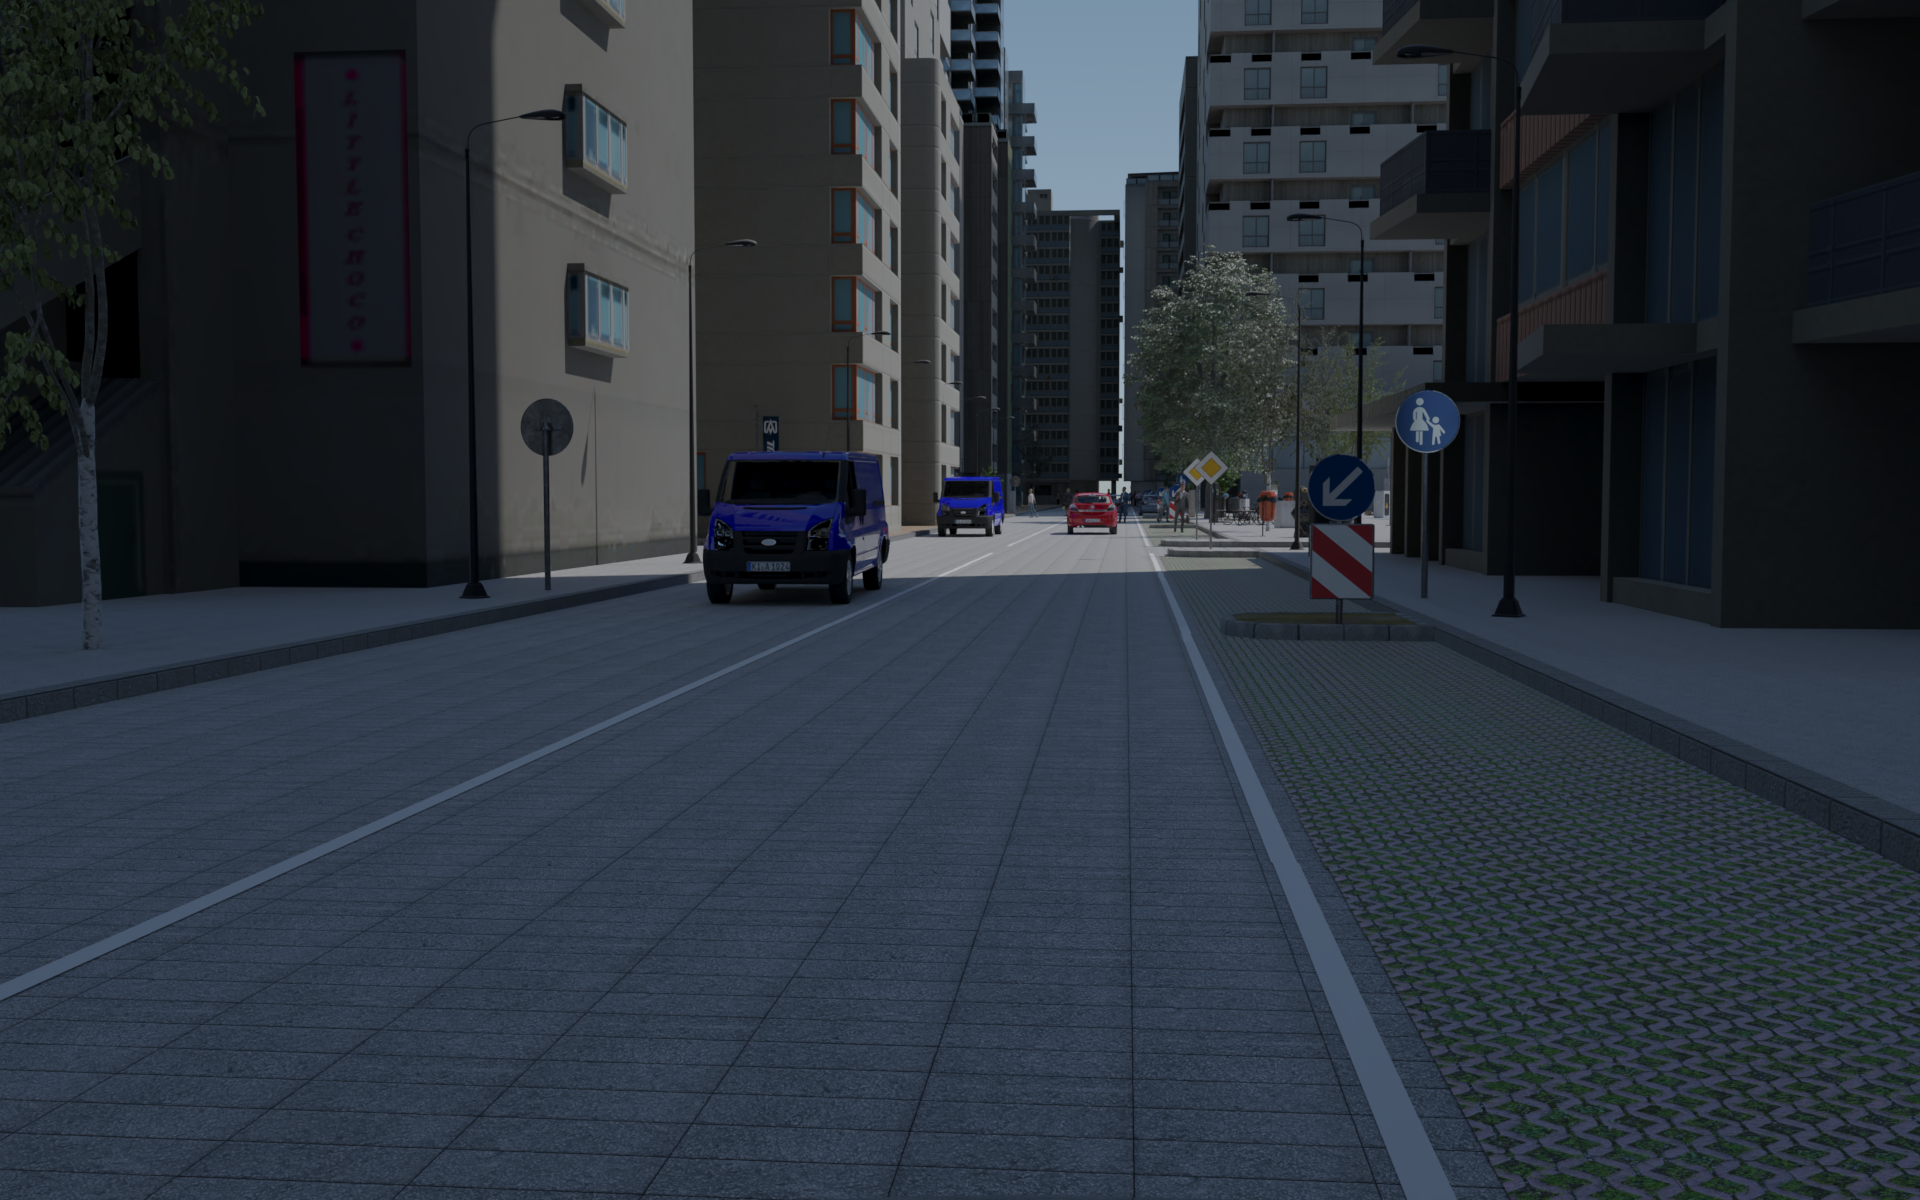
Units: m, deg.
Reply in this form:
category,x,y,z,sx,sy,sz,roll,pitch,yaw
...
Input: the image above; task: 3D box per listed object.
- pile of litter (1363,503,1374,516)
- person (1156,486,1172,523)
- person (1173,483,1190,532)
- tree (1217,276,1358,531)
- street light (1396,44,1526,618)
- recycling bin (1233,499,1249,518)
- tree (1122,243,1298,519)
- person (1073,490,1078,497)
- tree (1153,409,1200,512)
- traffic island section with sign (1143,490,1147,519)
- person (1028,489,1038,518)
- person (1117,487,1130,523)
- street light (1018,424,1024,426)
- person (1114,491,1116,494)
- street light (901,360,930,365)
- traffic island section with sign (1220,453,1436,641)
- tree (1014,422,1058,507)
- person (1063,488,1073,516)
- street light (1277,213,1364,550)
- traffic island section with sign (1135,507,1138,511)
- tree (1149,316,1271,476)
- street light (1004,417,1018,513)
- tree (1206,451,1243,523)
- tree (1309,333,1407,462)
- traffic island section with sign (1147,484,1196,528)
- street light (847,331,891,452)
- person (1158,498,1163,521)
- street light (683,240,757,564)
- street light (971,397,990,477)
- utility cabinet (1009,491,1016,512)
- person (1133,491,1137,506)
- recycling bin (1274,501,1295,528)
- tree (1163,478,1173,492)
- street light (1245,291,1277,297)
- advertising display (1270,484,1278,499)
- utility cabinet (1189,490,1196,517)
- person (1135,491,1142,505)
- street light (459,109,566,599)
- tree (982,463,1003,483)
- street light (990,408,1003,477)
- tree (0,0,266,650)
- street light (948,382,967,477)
category,x,y,z,sx,sy,sz,roll,pitch,yaw
pile of litter,24.574,-5.465,103.311,1.719,0.858,1.176,-3,4,-39
person,10.216,-4.782,86.549,0.748,1.841,0.638,1,4,17
person,8.224,-3.420,64.386,0.622,1.834,0.822,0,3,0
tree,10.863,-6.679,59.567,4.360,8.622,3.978,0,3,0
street light,5.211,-2.782,18.032,1.470,5.913,1.316,0,4,5
recycling bin,15.022,-4.895,92.595,0.722,1.027,0.722,2,4,28
tree,13.094,-11.204,89.840,9.857,13.997,8.962,0,3,0
person,10.892,-9.331,161.068,1.348,1.823,0.705,3,5,40
tree,16.940,-10.629,124.151,4.737,8.622,4.395,0,3,0
traffic island section with sign,11.603,-5.611,100.369,1.989,1.847,2.006,0,4,5
person,4.457,-5.855,104.906,0.598,1.740,0.731,1,4,17
person,8.049,-4.692,85.404,0.721,1.800,0.419,3,5,43
street light,3.545,-8.713,114.994,1.470,5.913,1.316,0,4,5
person,17.532,-11.460,196.593,0.721,1.735,1.217,2,4,24
street light,-1.724,-5.364,60.244,1.470,5.913,1.316,0,4,5
traffic island section with sign,3.703,-0.558,17.747,1.989,1.847,2.006,0,4,5
tree,7.582,-13.601,172.735,4.360,8.622,3.978,0,3,0
person,7.450,-6.425,113.771,1.509,1.804,0.699,3,4,37
street light,6.098,-3.439,28.772,1.470,5.913,1.316,0,4,5
traffic island section with sign,16.293,-8.614,149.460,1.989,1.847,2.006,0,4,5
tree,15.092,-11.411,104.695,7.486,12.596,7.792,0,3,0
street light,2.569,-8.054,104.223,1.470,5.913,1.316,0,4,5
tree,11.641,-5.099,77.965,1.663,3.219,1.824,0,3,0
tree,18.530,-7.930,80.016,4.737,8.622,4.395,0,3,0
traffic island section with sign,8.950,-3.916,72.653,1.989,1.847,2.006,0,4,5
street light,-2.663,-4.706,49.488,1.470,5.913,1.316,0,4,5
person,10.719,-4.790,91.829,0.382,1.210,0.505,-2,4,-34
street light,-4.408,-3.626,31.823,1.470,5.913,1.316,0,4,5
street light,0.520,-6.733,82.618,1.470,5.913,1.316,0,4,5
utility cabinet,3.596,-6.772,119.393,0.318,1.500,1.173,1,4,11
person,20.152,-11.639,198.742,0.705,1.831,1.348,3,5,40
recycling bin,12.295,-3.223,65.252,0.722,1.027,0.722,-1,4,-11
tree,22.732,-12.032,191.321,1.663,3.219,1.824,0,3,0
street light,7.217,-4.111,39.754,1.470,5.913,1.316,0,4,5
advertising display,20.386,-6.572,112.670,0.123,1.923,0.974,3,5,40
utility cabinet,12.699,-5.271,94.864,0.318,1.500,1.173,0,4,4
person,17.243,-9.643,167.099,0.756,1.711,0.436,0,4,6
street light,-5.446,-2.971,21.121,1.470,5.913,1.316,0,4,5
tree,1.831,-7.005,109.125,1.663,3.219,1.824,0,3,0
street light,1.455,-7.400,93.529,1.470,5.913,1.316,0,4,5
tree,-7.396,-3.891,13.974,4.737,8.622,4.395,0,3,0
street light,-0.593,-6.063,71.675,1.470,5.913,1.316,0,4,5
